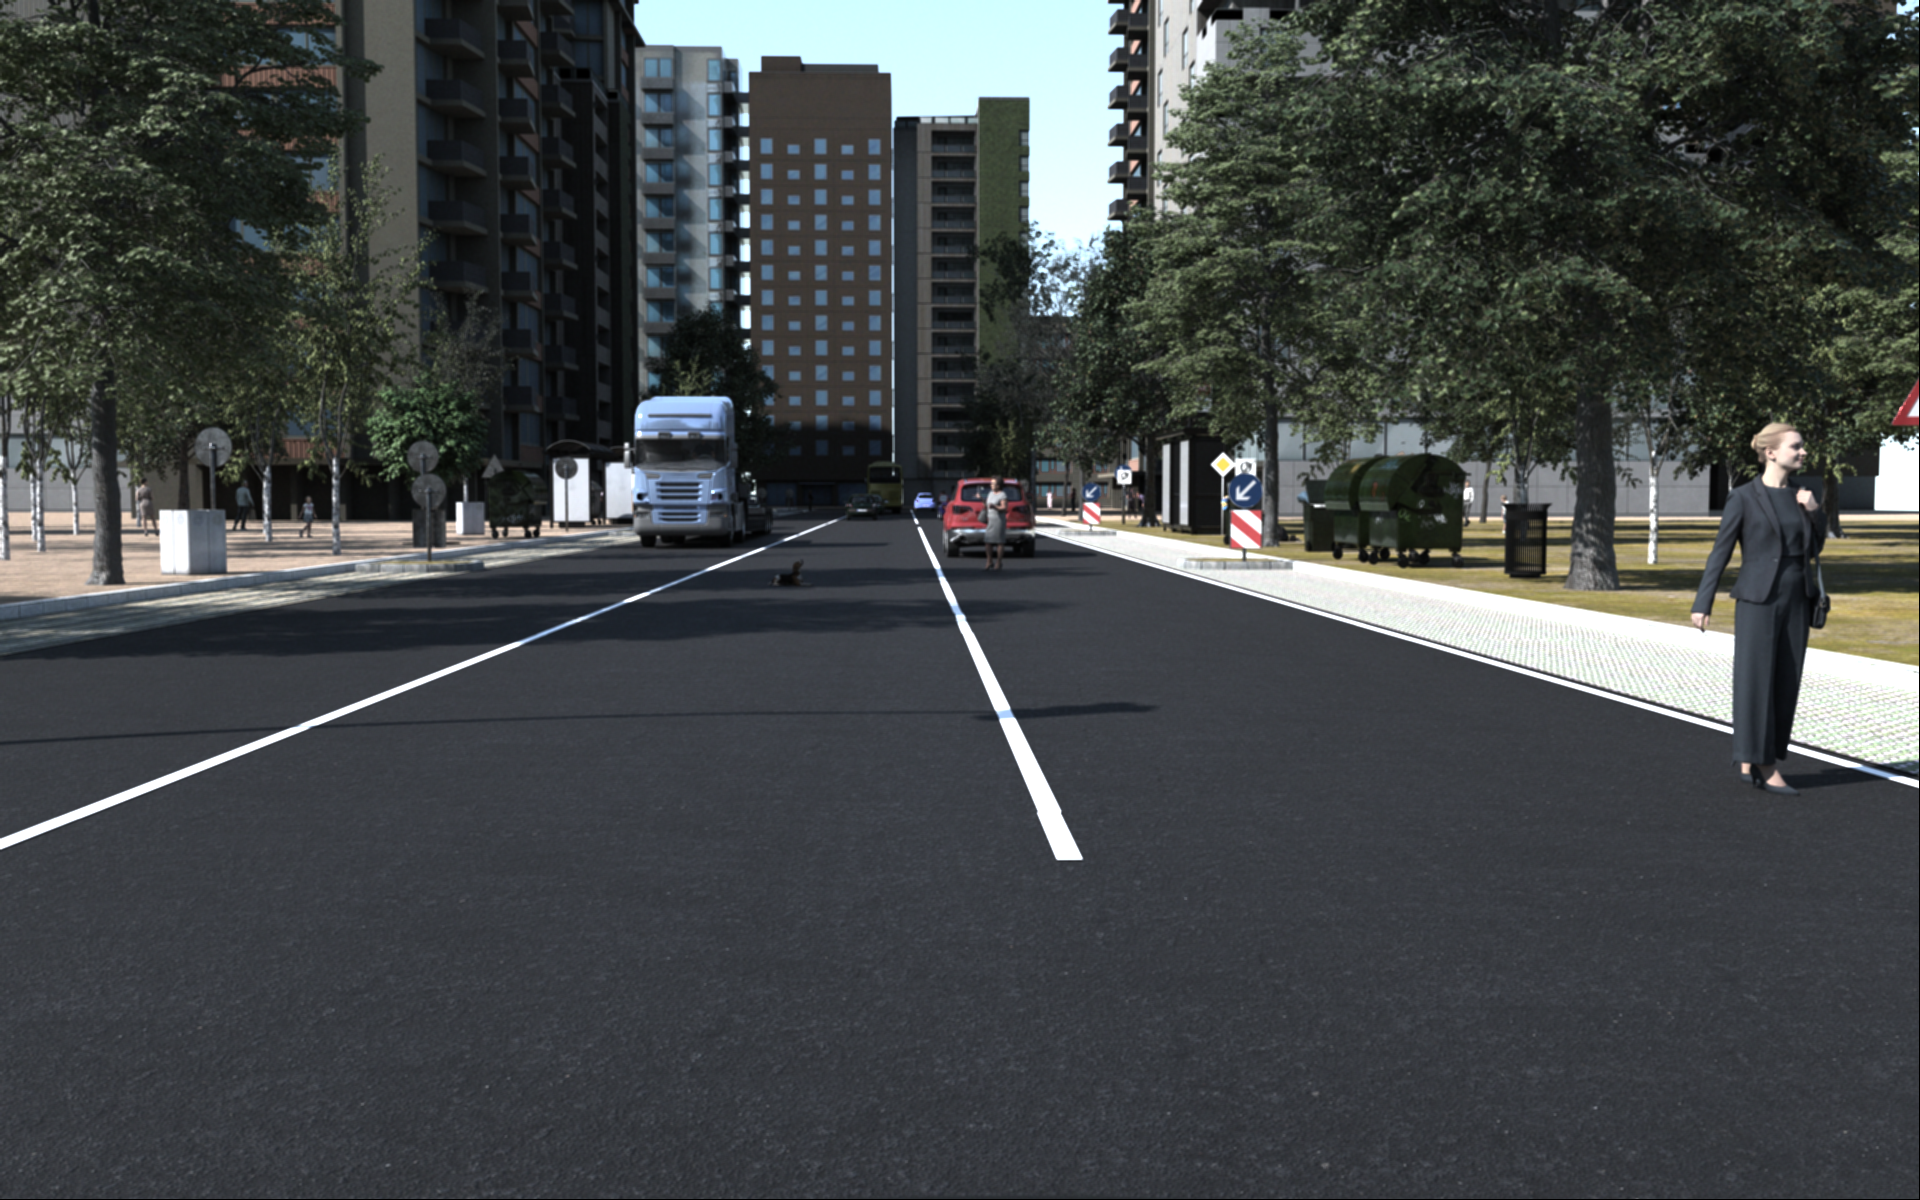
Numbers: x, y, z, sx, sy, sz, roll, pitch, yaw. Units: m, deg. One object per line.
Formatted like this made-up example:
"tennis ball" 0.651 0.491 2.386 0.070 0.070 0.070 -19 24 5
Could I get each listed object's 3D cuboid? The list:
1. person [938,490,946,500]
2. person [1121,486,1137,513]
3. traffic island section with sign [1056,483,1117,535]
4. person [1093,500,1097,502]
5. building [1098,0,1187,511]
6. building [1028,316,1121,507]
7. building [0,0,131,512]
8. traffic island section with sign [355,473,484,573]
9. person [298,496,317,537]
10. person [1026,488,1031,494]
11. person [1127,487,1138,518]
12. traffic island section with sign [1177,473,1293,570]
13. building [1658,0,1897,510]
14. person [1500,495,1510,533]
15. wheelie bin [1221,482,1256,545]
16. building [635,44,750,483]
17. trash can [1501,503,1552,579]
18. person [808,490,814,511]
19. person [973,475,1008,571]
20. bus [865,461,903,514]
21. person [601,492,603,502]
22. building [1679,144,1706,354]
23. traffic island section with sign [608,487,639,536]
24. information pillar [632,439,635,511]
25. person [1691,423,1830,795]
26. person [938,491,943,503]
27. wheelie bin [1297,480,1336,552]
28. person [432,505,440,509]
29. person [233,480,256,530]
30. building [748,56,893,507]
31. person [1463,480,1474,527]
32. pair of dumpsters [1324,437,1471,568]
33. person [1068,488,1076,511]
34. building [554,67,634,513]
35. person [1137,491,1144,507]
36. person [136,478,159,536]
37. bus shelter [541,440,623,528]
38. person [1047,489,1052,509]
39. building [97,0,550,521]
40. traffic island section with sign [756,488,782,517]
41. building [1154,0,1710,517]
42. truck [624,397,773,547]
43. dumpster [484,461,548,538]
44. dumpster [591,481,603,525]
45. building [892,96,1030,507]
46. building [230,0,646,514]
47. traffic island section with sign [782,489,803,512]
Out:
"person" -1.371 -8.034 140.383 0.721 1.766 1.217 -3 5 -43
"person" 11.780 -6.950 119.653 1.348 1.826 0.705 1 4 21
"traffic island section with sign" 4.394 -3.171 60.470 1.989 1.847 2.006 0 4 -2
"person" 9.212 -6.864 119.207 0.436 1.711 0.756 3 4 36
"building" 23.284 -29.510 137.117 22.147 44.769 28.867 0 4 -2
"building" 21.344 -21.058 189.339 28.899 21.520 27.650 0 4 -2
"building" -67.047 -33.351 134.531 27.495 52.752 28.713 0 4 -2
"traffic island section with sign" -10.012 -1.450 32.339 1.989 1.847 2.006 0 4 -2
"person" -19.308 -2.462 51.305 0.382 1.210 0.505 2 4 27
"person" 4.984 -7.344 126.675 0.990 1.755 0.434 -3 4 -39
"person" 9.107 -5.132 91.428 0.593 1.643 0.415 -1 4 -14
"traffic island section with sign" 5.270 -1.523 33.529 1.989 1.847 2.006 0 4 -2
"building" 66.728 -30.265 144.948 14.200 45.320 14.600 0 4 -2
"person" 17.812 -2.800 56.500 0.352 1.250 0.332 1 4 11
"wheelie bin" 7.116 -2.194 43.782 0.980 1.594 0.693 -1 4 -19
"building" -37.238 -34.596 185.252 30.456 49.044 23.786 0 4 -2
"trash can" 8.653 -0.907 26.489 0.748 1.137 0.748 0 3 0
"person" -12.462 -8.327 145.166 0.721 1.766 1.217 1 4 13
"person" 0.550 -1.442 32.433 0.532 1.782 0.716 -3 5 -41
"bus" -5.676 -8.441 129.562 2.896 3.916 12.252 0 4 -3
"person" -18.057 -4.985 88.490 0.756 1.711 0.436 -1 4 -22
"building" 52.558 -22.872 145.656 14.107 30.474 14.160 0 4 -2
"traffic island section with sign" -10.893 -3.098 59.280 1.989 1.847 2.006 0 4 -2
"information pillar" -13.498 -4.928 71.919 0.183 3.616 0.504 -2 4 -29
"person" 3.883 0.032 8.405 0.576 1.772 0.534 -2 4 -30
"person" -1.759 -9.141 158.755 0.445 1.727 0.742 0 4 2
"wheelie bin" 7.991 -1.880 38.652 0.980 1.594 0.693 0 4 -3
"person" -21.719 -4.003 71.470 0.580 1.828 0.573 3 4 36
"person" -25.168 -3.328 60.946 0.782 1.767 0.515 1 4 17
"building" -14.195 -32.462 180.871 14.200 45.320 14.600 0 4 -2
"person" 19.985 -3.809 68.416 0.679 1.850 0.850 3 4 38
"pair of dumpsters" 8.013 -1.800 31.916 1.574 2.255 4.437 0 4 -2
"person" 8.532 -7.632 131.554 0.721 1.743 1.217 2 4 27
"building" -30.429 -21.174 117.898 14.160 30.474 14.107 0 4 -2
"person" 10.298 -5.414 97.792 0.697 1.427 0.421 -1 4 -14
"person" -24.782 -2.840 52.816 0.599 1.781 0.374 -1 4 -20
"bus shelter" -14.692 -4.494 67.408 2.014 3.302 5.546 0 4 -2
"person" 7.639 -8.618 147.623 0.551 1.740 0.621 1 4 19
"building" -33.785 -26.989 95.895 22.147 44.769 28.867 0 4 -2
"traffic island section with sign" -12.524 -6.184 109.737 1.989 1.847 2.006 0 4 -2
"building" 27.354 -31.733 108.080 28.713 52.752 27.495 0 4 -2
"truck" -7.656 -3.909 53.663 2.967 4.110 18.799 0 4 -2
"dumpster" -13.044 -2.960 50.892 1.502 2.255 1.985 0 4 -2
"dumpster" -15.585 -4.039 71.800 1.264 1.857 1.865 0 4 -2
"building" -0.068 -30.466 181.710 14.086 41.232 14.154 0 4 -2
"building" -38.927 -29.602 138.618 28.867 44.769 22.147 0 4 -2
"traffic island section with sign" -13.397 -7.832 136.678 1.989 1.847 2.006 0 4 -2
